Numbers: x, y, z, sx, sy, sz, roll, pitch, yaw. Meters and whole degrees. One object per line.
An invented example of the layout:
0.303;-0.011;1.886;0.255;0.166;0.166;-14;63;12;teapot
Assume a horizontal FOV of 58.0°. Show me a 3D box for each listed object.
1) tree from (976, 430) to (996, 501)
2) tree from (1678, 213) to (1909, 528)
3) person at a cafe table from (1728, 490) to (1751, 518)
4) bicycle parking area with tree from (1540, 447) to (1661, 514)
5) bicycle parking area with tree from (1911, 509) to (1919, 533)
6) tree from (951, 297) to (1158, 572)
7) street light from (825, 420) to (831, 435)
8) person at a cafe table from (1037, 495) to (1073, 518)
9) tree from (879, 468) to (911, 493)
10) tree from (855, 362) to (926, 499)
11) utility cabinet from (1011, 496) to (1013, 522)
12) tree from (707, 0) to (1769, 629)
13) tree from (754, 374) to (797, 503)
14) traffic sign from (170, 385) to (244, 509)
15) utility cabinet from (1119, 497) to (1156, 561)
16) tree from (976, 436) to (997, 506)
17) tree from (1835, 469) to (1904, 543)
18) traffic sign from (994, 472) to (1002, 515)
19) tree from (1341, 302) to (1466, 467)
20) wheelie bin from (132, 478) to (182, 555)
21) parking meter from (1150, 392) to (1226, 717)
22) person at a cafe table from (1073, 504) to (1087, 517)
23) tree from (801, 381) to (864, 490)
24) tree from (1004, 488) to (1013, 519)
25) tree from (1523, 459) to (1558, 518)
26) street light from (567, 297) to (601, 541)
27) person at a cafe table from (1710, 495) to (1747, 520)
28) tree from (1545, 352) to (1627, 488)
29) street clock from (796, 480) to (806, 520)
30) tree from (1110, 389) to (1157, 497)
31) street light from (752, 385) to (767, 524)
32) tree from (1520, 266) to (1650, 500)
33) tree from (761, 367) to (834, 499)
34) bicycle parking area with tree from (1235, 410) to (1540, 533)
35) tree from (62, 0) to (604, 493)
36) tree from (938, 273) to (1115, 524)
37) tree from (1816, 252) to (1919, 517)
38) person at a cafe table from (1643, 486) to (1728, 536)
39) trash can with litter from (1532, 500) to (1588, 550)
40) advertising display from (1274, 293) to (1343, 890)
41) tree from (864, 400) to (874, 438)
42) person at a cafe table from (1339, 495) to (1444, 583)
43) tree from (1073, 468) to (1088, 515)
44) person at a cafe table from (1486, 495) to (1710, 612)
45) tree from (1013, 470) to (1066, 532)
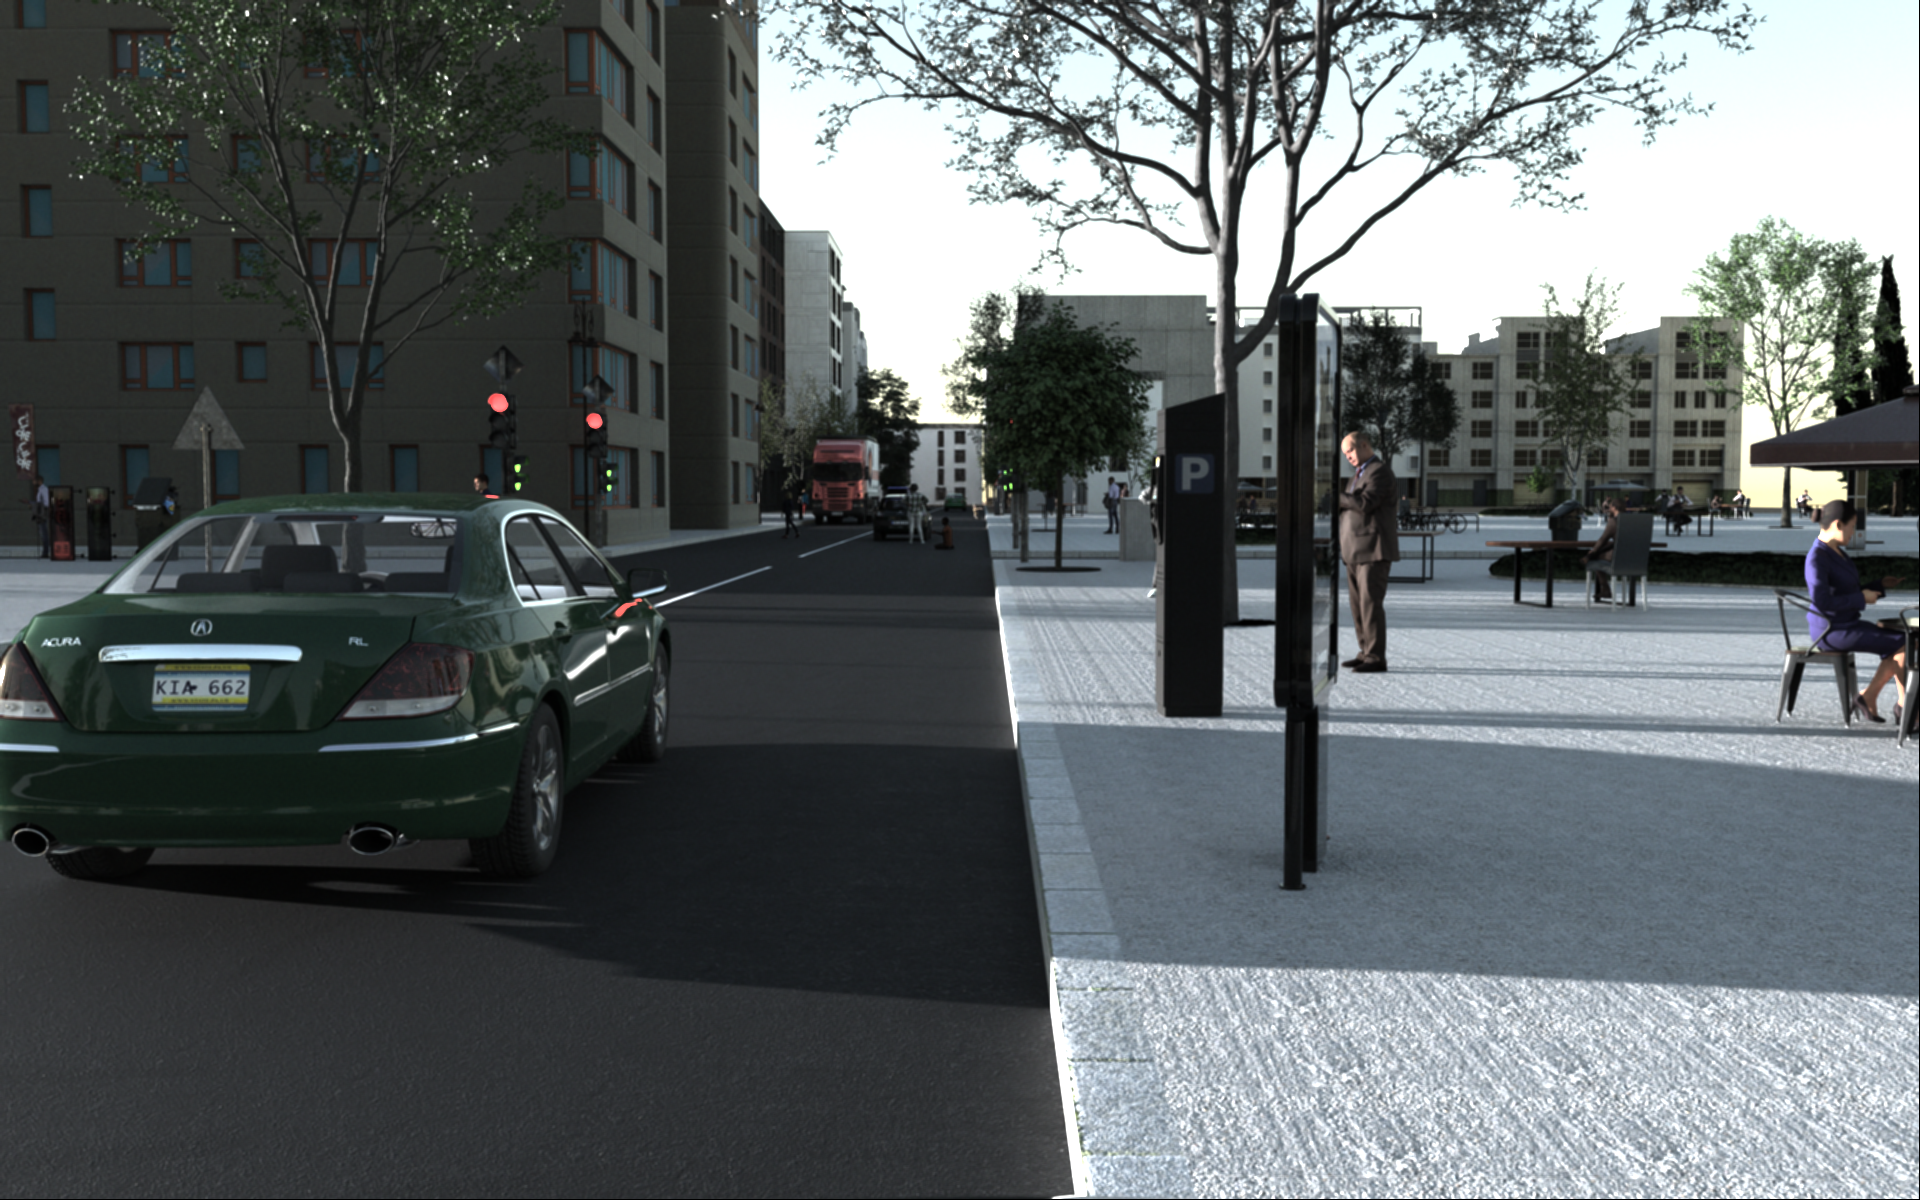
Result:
3.642;-14.144;181.621;4.360;8.622;3.978;0;3;0;tree
31.031;-8.523;65.101;9.928;11.665;9.643;0;3;0;tree
41.137;-5.108;92.027;1.698;1.524;1.622;-2;4;-34;person at a cafe table
39.935;-7.479;109.291;9.016;4.147;8.231;2;4;24;bicycle parking area with tree
32.982;-3.945;51.504;9.016;4.147;8.231;-3;5;-42;bicycle parking area with tree
1.573;-2.772;29.031;4.285;4.588;4.351;0;3;0;tree
-8.029;-8.158;106.164;0.468;5.910;1.993;0;4;1;street light
4.956;-5.002;92.643;1.698;1.238;1.726;1;4;12;person at a cafe table
-7.064;-12.491;187.940;4.285;4.588;4.351;0;3;0;tree
-8.283;-15.984;167.992;9.857;13.997;8.962;0;3;0;tree
2.468;-4.128;78.650;0.306;1.237;1.020;0;4;4;utility cabinet
2.729;-6.505;16.729;12.009;13.543;11.850;0;3;0;tree
-12.387;-9.549;106.491;4.737;8.622;4.395;0;3;0;tree
-8.984;-1.264;20.677;0.884;2.594;0.081;0;4;1;traffic sign
3.586;-1.350;33.227;1.020;1.237;0.306;-1;4;-17;utility cabinet
3.713;-14.794;192.237;4.737;8.622;4.395;0;3;0;tree
23.530;-3.102;45.315;1.663;3.219;1.824;0;3;0;tree
2.465;-6.339;103.649;0.884;2.594;0.081;0;4;1;traffic sign
20.744;-9.127;83.640;8.767;10.594;7.601;-2;4;-27;tree
-15.422;-1.550;33.258;0.980;1.594;0.693;1;4;11;wheelie bin
1.314;-0.264;10.026;0.399;1.863;0.255;0;4;-4;parking meter
6.077;-5.369;98.639;1.726;1.238;1.698;2;4;35;person at a cafe table
-8.794;-9.951;113.067;4.737;8.622;4.395;0;3;0;tree
3.235;-5.817;89.714;1.663;3.219;1.824;0;3;0;tree
31.695;-6.151;95.170;1.663;3.219;1.824;0;3;0;tree
-8.836;-4.163;40.848;0.468;5.910;1.993;0;4;1;street light
38.617;-4.672;87.251;1.726;1.238;1.698;2;4;31;person at a cafe table
32.385;-8.577;90.596;4.360;8.622;3.978;0;3;0;tree
-7.997;-5.041;86.982;0.471;2.002;0.358;-1;4;-12;street clock
11.041;-9.913;112.438;4.737;8.622;4.395;0;3;0;tree
-8.521;-6.162;73.537;0.468;5.910;1.993;0;4;1;street light
20.404;-6.529;57.118;4.737;8.622;4.395;0;3;0;tree
-9.329;-9.094;99.041;4.360;8.622;3.978;0;3;0;tree
12.706;-4.300;57.310;8.231;4.147;9.016;-3;4;-37;bicycle parking area with tree
-9.278;-6.131;26.000;9.928;11.665;9.643;0;3;0;tree
2.845;-8.444;72.478;8.767;10.594;7.601;1;4;13;tree
55.956;-12.132;100.176;13.155;14.587;18.604;0;4;-7;tree
22.280;-2.736;53.257;1.698;1.524;1.622;0;4;-5;person at a cafe table
11.355;-1.322;33.008;1.055;1.170;0.624;-1;4;-17;trash can with litter
1.209;-0.047;5.989;0.123;1.923;0.974;1;4;17;advertising display
-8.003;-10.734;125.866;4.737;8.622;4.395;0;3;0;tree
6.197;-0.906;25.671;1.726;1.238;1.698;1;4;21;person at a cafe table
7.288;-9.534;106.251;4.360;8.622;3.978;0;3;0;tree
7.159;-0.535;19.612;1.698;1.238;1.726;-1;4;-11;person at a cafe table
2.927;-3.983;59.731;1.663;3.219;1.824;0;3;0;tree
